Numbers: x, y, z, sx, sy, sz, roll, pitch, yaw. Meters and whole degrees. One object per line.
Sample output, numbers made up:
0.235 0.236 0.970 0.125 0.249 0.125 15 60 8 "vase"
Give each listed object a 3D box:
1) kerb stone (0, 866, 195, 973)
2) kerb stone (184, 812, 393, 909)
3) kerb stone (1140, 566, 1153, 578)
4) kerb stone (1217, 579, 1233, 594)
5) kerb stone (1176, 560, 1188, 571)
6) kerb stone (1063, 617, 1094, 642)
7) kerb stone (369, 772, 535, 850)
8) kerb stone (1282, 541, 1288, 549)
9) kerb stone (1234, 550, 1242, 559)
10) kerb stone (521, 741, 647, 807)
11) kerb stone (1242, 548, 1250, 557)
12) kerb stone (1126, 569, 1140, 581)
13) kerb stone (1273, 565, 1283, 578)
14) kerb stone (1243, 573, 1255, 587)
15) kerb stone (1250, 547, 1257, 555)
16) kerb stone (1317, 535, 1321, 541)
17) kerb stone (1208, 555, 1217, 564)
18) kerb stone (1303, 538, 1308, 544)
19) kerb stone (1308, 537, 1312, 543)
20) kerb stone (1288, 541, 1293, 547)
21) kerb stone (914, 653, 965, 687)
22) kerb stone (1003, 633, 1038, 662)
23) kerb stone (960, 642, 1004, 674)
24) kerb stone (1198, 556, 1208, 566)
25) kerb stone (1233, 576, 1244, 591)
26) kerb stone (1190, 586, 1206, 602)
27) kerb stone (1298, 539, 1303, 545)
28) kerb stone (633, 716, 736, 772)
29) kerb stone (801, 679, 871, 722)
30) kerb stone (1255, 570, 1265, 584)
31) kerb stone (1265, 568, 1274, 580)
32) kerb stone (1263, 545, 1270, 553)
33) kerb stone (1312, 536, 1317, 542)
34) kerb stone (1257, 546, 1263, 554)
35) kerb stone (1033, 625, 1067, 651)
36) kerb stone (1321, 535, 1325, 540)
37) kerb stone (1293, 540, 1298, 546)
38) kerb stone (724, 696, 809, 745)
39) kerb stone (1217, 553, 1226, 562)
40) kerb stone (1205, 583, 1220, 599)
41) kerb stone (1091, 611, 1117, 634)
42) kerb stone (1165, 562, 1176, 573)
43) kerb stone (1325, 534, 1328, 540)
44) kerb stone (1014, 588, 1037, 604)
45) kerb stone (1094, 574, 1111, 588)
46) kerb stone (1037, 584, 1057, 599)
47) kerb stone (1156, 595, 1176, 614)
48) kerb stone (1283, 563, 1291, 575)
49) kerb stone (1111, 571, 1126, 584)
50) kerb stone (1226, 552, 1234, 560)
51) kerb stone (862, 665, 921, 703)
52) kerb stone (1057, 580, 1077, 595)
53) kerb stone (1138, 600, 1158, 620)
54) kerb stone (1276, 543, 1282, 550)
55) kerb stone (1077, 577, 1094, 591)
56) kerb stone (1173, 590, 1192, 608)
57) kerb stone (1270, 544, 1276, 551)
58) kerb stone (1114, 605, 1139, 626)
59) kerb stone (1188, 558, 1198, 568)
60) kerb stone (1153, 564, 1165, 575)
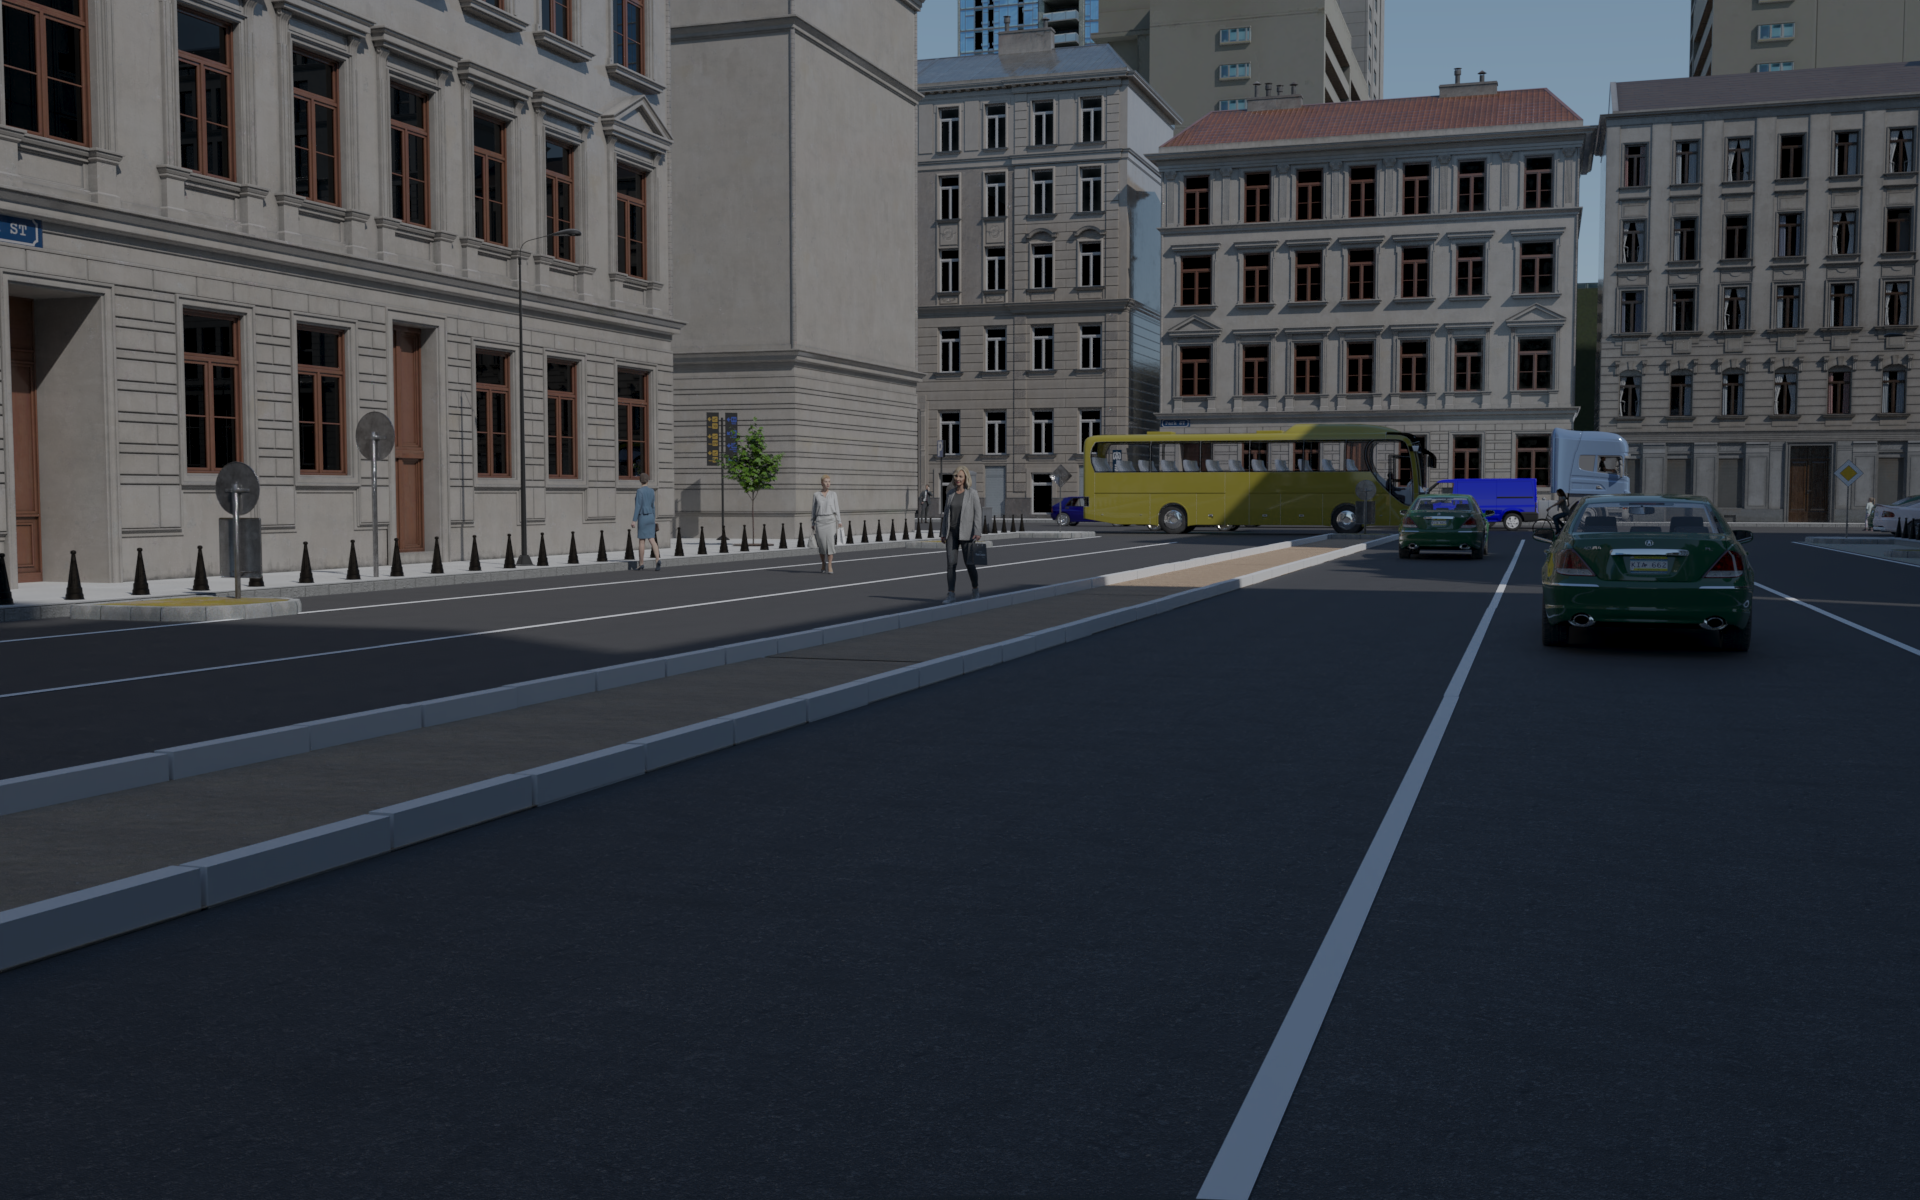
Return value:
-2.826 1.023 5.500 0.120 0.150 1.000 1 4 19 "kerb stone"
-2.494 0.966 6.471 0.120 0.150 1.000 1 4 19 "kerb stone"
3.091 -0.449 29.588 0.120 0.150 1.000 1 4 19 "kerb stone"
3.752 -0.171 24.998 0.120 0.150 1.000 1 4 19 "kerb stone"
4.072 -0.625 32.512 0.120 0.150 1.000 1 4 19 "kerb stone"
1.127 0.307 17.193 0.120 0.150 1.000 1 4 19 "kerb stone"
-2.171 0.902 7.450 0.120 0.150 1.000 1 4 19 "kerb stone"
8.348 -1.406 45.178 0.120 0.150 1.000 1 4 19 "kerb stone"
6.046 -0.984 38.352 0.120 0.150 1.000 1 4 19 "kerb stone"
-1.831 0.844 8.419 0.120 0.150 1.000 1 4 19 "kerb stone"
6.379 -1.048 39.327 0.120 0.150 1.000 1 4 19 "kerb stone"
2.755 -0.391 28.609 0.120 0.150 1.000 1 4 19 "kerb stone"
5.399 -0.470 29.872 0.120 0.150 1.000 1 4 19 "kerb stone"
4.410 -0.289 26.941 0.120 0.150 1.000 1 4 19 "kerb stone"
6.704 -1.108 40.306 0.120 0.150 1.000 1 4 19 "kerb stone"
10.648 -1.823 52.004 0.120 0.150 1.000 1 4 19 "kerb stone"
5.059 -0.805 35.427 0.120 0.150 1.000 1 4 19 "kerb stone"
9.651 -1.643 49.078 0.120 0.150 1.000 1 4 19 "kerb stone"
9.989 -1.700 50.050 0.120 0.150 1.000 1 4 19 "kerb stone"
8.676 -1.465 46.150 0.120 0.150 1.000 1 4 19 "kerb stone"
-0.194 0.544 13.294 0.120 0.150 1.000 1 4 19 "kerb stone"
0.469 0.431 15.244 0.120 0.150 1.000 1 4 19 "kerb stone"
0.138 0.486 14.273 0.120 0.150 1.000 1 4 19 "kerb stone"
4.728 -0.750 34.456 0.120 0.150 1.000 1 4 19 "kerb stone"
4.082 -0.227 25.970 0.120 0.150 1.000 1 4 19 "kerb stone"
3.091 -0.053 23.054 0.120 0.150 1.000 1 4 19 "kerb stone"
9.336 -1.584 48.094 0.120 0.150 1.000 1 4 19 "kerb stone"
-1.507 0.783 9.401 0.120 0.150 1.000 1 4 19 "kerb stone"
-0.843 0.663 11.347 0.120 0.150 1.000 1 4 19 "kerb stone"
4.745 -0.350 27.925 0.120 0.150 1.000 1 4 19 "kerb stone"
5.065 -0.410 28.899 0.120 0.150 1.000 1 4 19 "kerb stone"
7.367 -1.222 42.250 0.120 0.150 1.000 1 4 19 "kerb stone"
10.322 -1.762 51.031 0.120 0.150 1.000 1 4 19 "kerb stone"
7.031 -1.165 41.280 0.120 0.150 1.000 1 4 19 "kerb stone"
0.794 0.366 16.217 0.120 0.150 1.000 1 4 19 "kerb stone"
10.976 -1.883 52.976 0.120 0.150 1.000 1 4 19 "kerb stone"
9.003 -1.524 47.124 0.120 0.150 1.000 1 4 19 "kerb stone"
-1.179 0.723 10.373 0.120 0.150 1.000 1 4 19 "kerb stone"
5.390 -0.869 36.398 0.120 0.150 1.000 1 4 19 "kerb stone"
3.422 -0.106 24.027 0.120 0.150 1.000 1 4 19 "kerb stone"
1.447 0.246 18.168 0.120 0.150 1.000 1 4 19 "kerb stone"
3.734 -0.571 31.541 0.120 0.150 1.000 1 4 19 "kerb stone"
11.304 -1.942 53.949 0.120 0.150 1.000 1 4 19 "kerb stone"
0.779 -0.034 22.754 0.120 0.150 1.000 1 4 19 "kerb stone"
2.104 -0.272 26.660 0.120 0.150 1.000 1 4 19 "kerb stone"
1.105 -0.092 23.737 0.120 0.150 1.000 1 4 19 "kerb stone"
2.442 0.070 21.097 0.120 0.150 1.000 1 4 19 "kerb stone"
5.719 -0.529 30.847 0.120 0.150 1.000 1 4 19 "kerb stone"
2.429 -0.333 27.634 0.120 0.150 1.000 1 4 19 "kerb stone"
5.711 -0.927 37.373 0.120 0.150 1.000 1 4 19 "kerb stone"
-0.522 0.604 12.322 0.120 0.150 1.000 1 4 19 "kerb stone"
1.442 -0.154 24.717 0.120 0.150 1.000 1 4 19 "kerb stone"
2.109 0.132 20.120 0.120 0.150 1.000 1 4 19 "kerb stone"
8.014 -1.345 44.208 0.120 0.150 1.000 1 4 19 "kerb stone"
1.765 -0.214 25.691 0.120 0.150 1.000 1 4 19 "kerb stone"
2.763 0.007 22.075 0.120 0.150 1.000 1 4 19 "kerb stone"
7.686 -1.280 43.236 0.120 0.150 1.000 1 4 19 "kerb stone"
1.778 0.186 19.149 0.120 0.150 1.000 1 4 19 "kerb stone"
4.403 -0.679 33.484 0.120 0.150 1.000 1 4 19 "kerb stone"
3.412 -0.510 30.563 0.120 0.150 1.000 1 4 19 "kerb stone"
